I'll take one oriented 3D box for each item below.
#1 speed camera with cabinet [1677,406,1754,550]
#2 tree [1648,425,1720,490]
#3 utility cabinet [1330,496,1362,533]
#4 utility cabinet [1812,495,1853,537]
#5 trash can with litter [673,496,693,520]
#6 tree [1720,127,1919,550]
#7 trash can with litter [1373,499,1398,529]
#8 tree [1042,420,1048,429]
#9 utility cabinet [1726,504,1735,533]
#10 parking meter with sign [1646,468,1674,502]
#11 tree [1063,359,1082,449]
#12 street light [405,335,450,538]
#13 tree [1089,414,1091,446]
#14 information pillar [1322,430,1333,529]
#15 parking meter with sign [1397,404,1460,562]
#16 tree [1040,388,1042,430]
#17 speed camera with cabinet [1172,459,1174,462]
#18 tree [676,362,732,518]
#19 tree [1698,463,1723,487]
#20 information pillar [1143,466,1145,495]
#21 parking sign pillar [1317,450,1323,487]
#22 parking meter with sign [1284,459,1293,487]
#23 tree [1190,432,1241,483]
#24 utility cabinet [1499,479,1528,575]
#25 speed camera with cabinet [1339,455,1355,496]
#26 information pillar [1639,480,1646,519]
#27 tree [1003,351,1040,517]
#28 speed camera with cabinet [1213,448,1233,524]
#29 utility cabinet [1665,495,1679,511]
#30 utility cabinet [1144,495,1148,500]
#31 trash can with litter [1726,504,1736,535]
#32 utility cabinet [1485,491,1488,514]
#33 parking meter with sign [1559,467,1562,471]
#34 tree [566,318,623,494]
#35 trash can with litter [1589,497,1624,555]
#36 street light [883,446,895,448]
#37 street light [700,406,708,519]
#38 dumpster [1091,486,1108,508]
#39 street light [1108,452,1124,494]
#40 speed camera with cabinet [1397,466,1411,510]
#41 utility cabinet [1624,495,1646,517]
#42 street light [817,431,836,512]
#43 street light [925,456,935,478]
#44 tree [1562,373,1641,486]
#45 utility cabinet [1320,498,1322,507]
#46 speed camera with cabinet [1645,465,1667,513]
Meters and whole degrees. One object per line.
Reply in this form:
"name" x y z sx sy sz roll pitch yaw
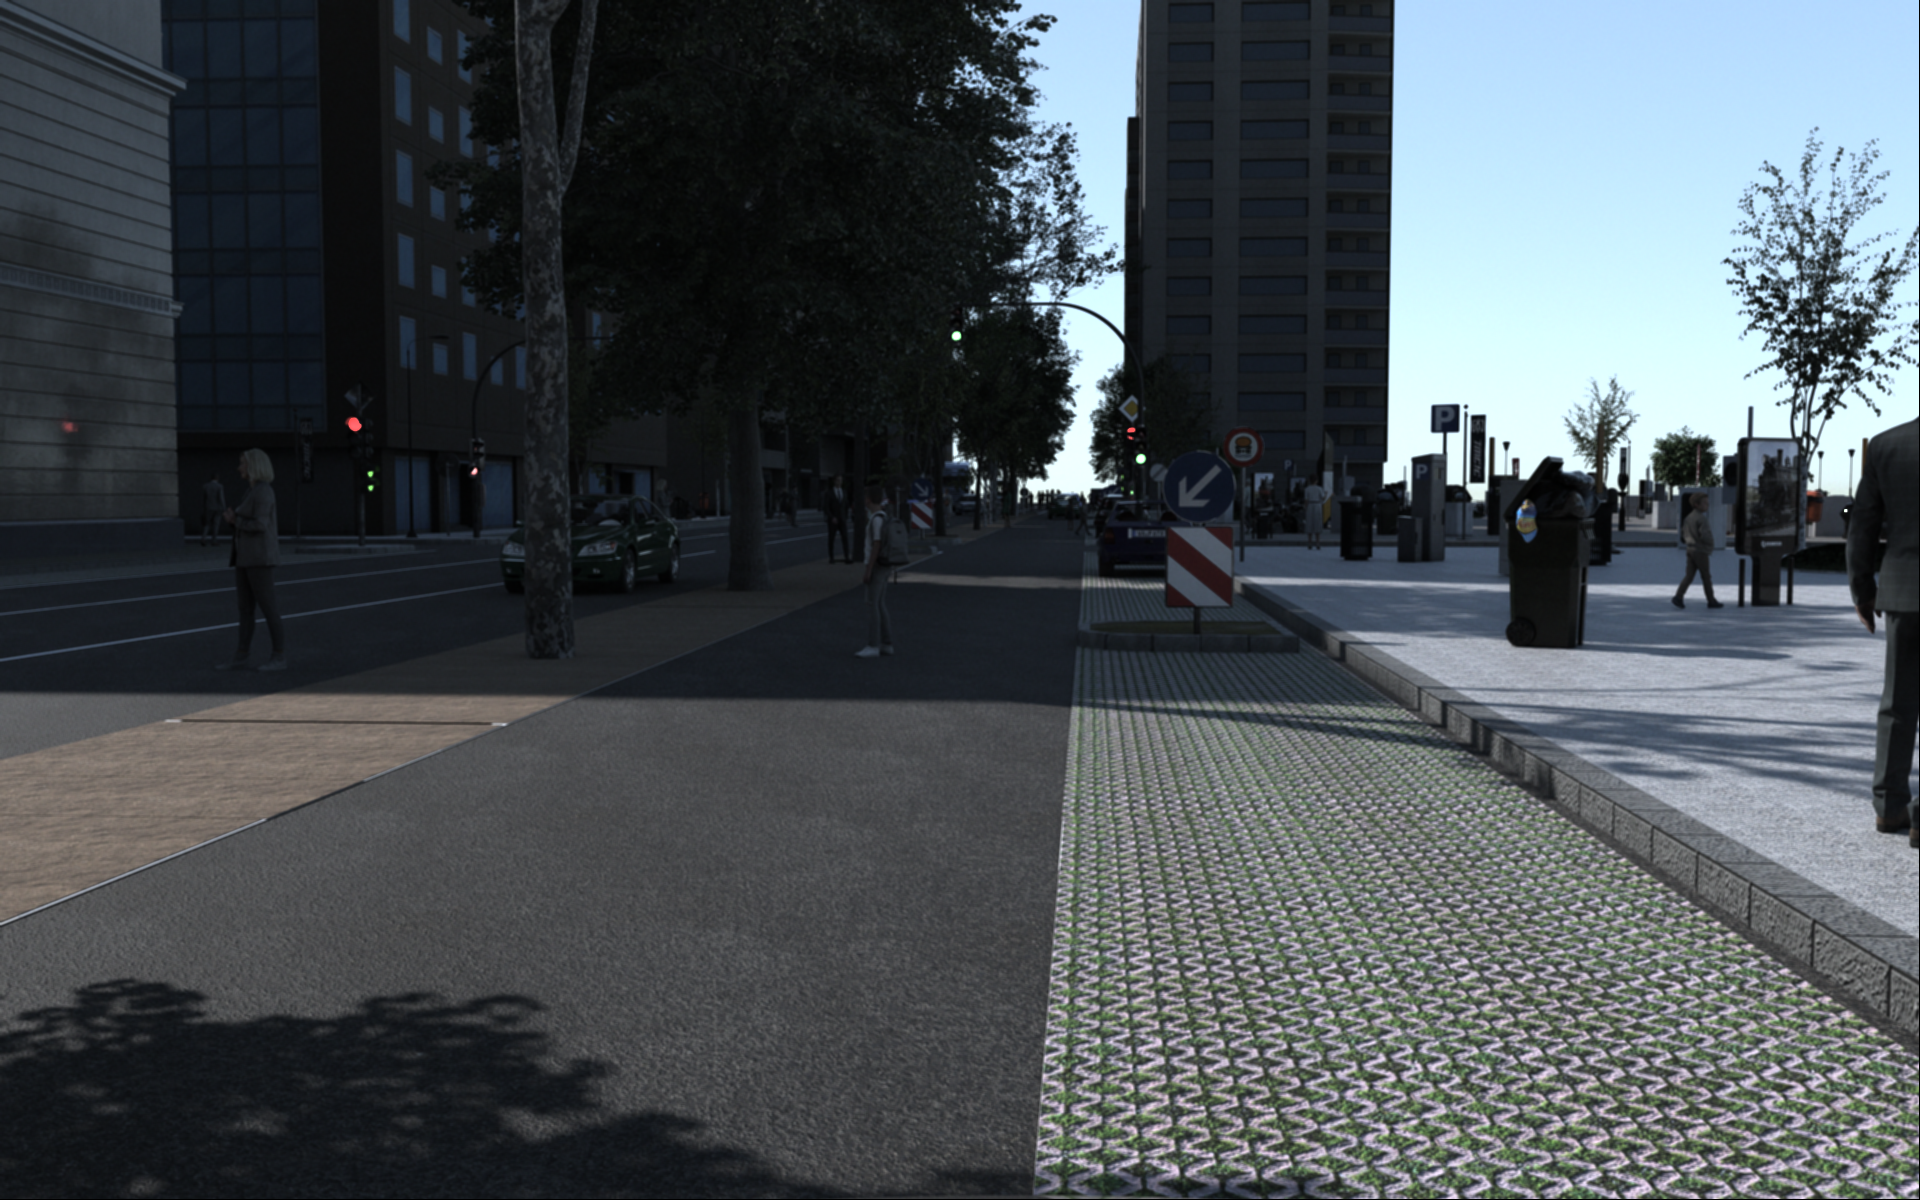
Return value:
"speed camera with cabinet" 17.405 -2.773 39.671 0.660 3.252 2.038 -1 4 -19
"tree" 34.320 -6.027 82.255 4.285 4.588 4.351 0 3 0
"utility cabinet" 12.672 -2.794 56.844 0.306 1.237 1.020 -3 5 -44
"utility cabinet" 26.228 -2.503 52.078 1.020 1.237 0.306 1 4 9
"trash can with litter" -13.743 -4.544 85.676 0.624 1.170 1.055 2 4 33
"tree" 17.713 -5.221 35.724 4.360 8.622 3.978 0 3 0
"trash can with litter" 14.098 -2.813 57.374 0.624 1.170 1.055 3 4 36
"tree" 3.498 -9.469 107.631 4.737 8.622 4.395 0 3 0
"utility cabinet" 25.032 -2.793 56.827 1.020 1.237 0.306 3 5 41
"parking meter with sign" 46.501 -7.264 115.027 1.738 3.016 0.543 2 4 23
"tree" 3.605 -12.585 114.870 9.857 13.997 8.962 0 3 0
"street light" -15.557 -4.776 50.629 1.470 5.913 1.316 0 4 4
"tree" 2.513 -10.447 99.017 9.928 11.665 9.643 0 3 0
"information pillar" 13.535 -4.430 63.785 0.504 3.616 0.183 -3 4 -36
"parking meter with sign" 8.924 -2.253 33.097 0.543 3.016 1.738 3 4 38
"tree" 1.355 -7.720 79.034 4.737 8.622 4.395 0 3 0
"speed camera with cabinet" 12.520 -6.283 97.058 0.660 3.252 2.038 -2 4 -35
"tree" -13.068 -8.703 92.659 4.737 8.622 4.395 0 3 0
"tree" 39.915 -5.975 92.299 1.663 3.219 1.824 0 3 0
"information pillar" 12.271 -7.689 117.066 0.504 3.616 0.183 -2 4 -33
"parking sign pillar" 21.001 -6.828 100.104 1.447 3.967 1.447 0 4 -5
"parking meter with sign" 17.155 -5.607 87.934 1.738 3.016 0.543 -3 5 -43
"tree" 13.580 -6.631 92.132 4.285 4.588 4.351 0 3 0
"utility cabinet" 8.690 -1.108 26.787 0.318 1.500 1.173 0 4 -1
"speed camera with cabinet" 19.719 -5.709 87.676 0.660 3.252 2.038 1 4 9
"information pillar" 35.358 -5.215 89.763 0.304 2.012 0.304 1 4 22
"tree" 1.048 -7.425 74.215 4.737 8.622 4.395 0 3 0
"speed camera with cabinet" 11.144 -4.909 74.593 0.660 3.252 2.038 2 4 30
"utility cabinet" 48.236 -6.481 117.130 1.020 1.237 0.306 -1 4 -13
"utility cabinet" 10.086 -5.072 94.088 0.306 1.237 1.020 0 4 8
"trash can with litter" 24.140 -2.647 54.342 2.233 1.210 1.678 3 5 40
"utility cabinet" 34.379 -6.277 111.308 1.173 1.500 0.318 2 4 27
"parking meter with sign" 33.977 -6.369 100.394 0.543 3.016 1.738 -2 4 -35
"tree" -15.391 -7.300 69.725 4.737 8.622 4.395 0 3 0
"trash can with litter" 13.362 -1.615 37.462 2.233 1.210 1.678 0 4 8
"street light" -6.945 -11.848 166.251 1.470 5.913 1.316 0 4 4
"street light" -12.682 -7.121 88.964 1.470 5.913 1.316 0 4 4
"dumpster" 14.068 -10.323 173.738 1.985 2.255 1.502 0 4 3
"street light" 14.711 -11.577 161.824 1.470 5.913 1.316 0 4 4
"speed camera with cabinet" 31.082 -7.762 121.249 0.660 3.252 2.038 2 4 25
"utility cabinet" 37.871 -5.257 97.118 1.020 1.237 0.306 2 4 28
"street light" -9.786 -9.445 126.960 1.470 5.913 1.316 0 4 4
"street light" -3.633 -14.587 211.041 1.470 5.913 1.316 0 4 4
"tree" 39.034 -9.482 105.401 4.737 8.622 4.395 0 3 0
"utility cabinet" 15.114 -3.729 72.129 0.306 1.237 1.020 0 4 8
"speed camera with cabinet" 47.592 -7.604 118.663 2.038 3.252 0.660 -1 4 -19
